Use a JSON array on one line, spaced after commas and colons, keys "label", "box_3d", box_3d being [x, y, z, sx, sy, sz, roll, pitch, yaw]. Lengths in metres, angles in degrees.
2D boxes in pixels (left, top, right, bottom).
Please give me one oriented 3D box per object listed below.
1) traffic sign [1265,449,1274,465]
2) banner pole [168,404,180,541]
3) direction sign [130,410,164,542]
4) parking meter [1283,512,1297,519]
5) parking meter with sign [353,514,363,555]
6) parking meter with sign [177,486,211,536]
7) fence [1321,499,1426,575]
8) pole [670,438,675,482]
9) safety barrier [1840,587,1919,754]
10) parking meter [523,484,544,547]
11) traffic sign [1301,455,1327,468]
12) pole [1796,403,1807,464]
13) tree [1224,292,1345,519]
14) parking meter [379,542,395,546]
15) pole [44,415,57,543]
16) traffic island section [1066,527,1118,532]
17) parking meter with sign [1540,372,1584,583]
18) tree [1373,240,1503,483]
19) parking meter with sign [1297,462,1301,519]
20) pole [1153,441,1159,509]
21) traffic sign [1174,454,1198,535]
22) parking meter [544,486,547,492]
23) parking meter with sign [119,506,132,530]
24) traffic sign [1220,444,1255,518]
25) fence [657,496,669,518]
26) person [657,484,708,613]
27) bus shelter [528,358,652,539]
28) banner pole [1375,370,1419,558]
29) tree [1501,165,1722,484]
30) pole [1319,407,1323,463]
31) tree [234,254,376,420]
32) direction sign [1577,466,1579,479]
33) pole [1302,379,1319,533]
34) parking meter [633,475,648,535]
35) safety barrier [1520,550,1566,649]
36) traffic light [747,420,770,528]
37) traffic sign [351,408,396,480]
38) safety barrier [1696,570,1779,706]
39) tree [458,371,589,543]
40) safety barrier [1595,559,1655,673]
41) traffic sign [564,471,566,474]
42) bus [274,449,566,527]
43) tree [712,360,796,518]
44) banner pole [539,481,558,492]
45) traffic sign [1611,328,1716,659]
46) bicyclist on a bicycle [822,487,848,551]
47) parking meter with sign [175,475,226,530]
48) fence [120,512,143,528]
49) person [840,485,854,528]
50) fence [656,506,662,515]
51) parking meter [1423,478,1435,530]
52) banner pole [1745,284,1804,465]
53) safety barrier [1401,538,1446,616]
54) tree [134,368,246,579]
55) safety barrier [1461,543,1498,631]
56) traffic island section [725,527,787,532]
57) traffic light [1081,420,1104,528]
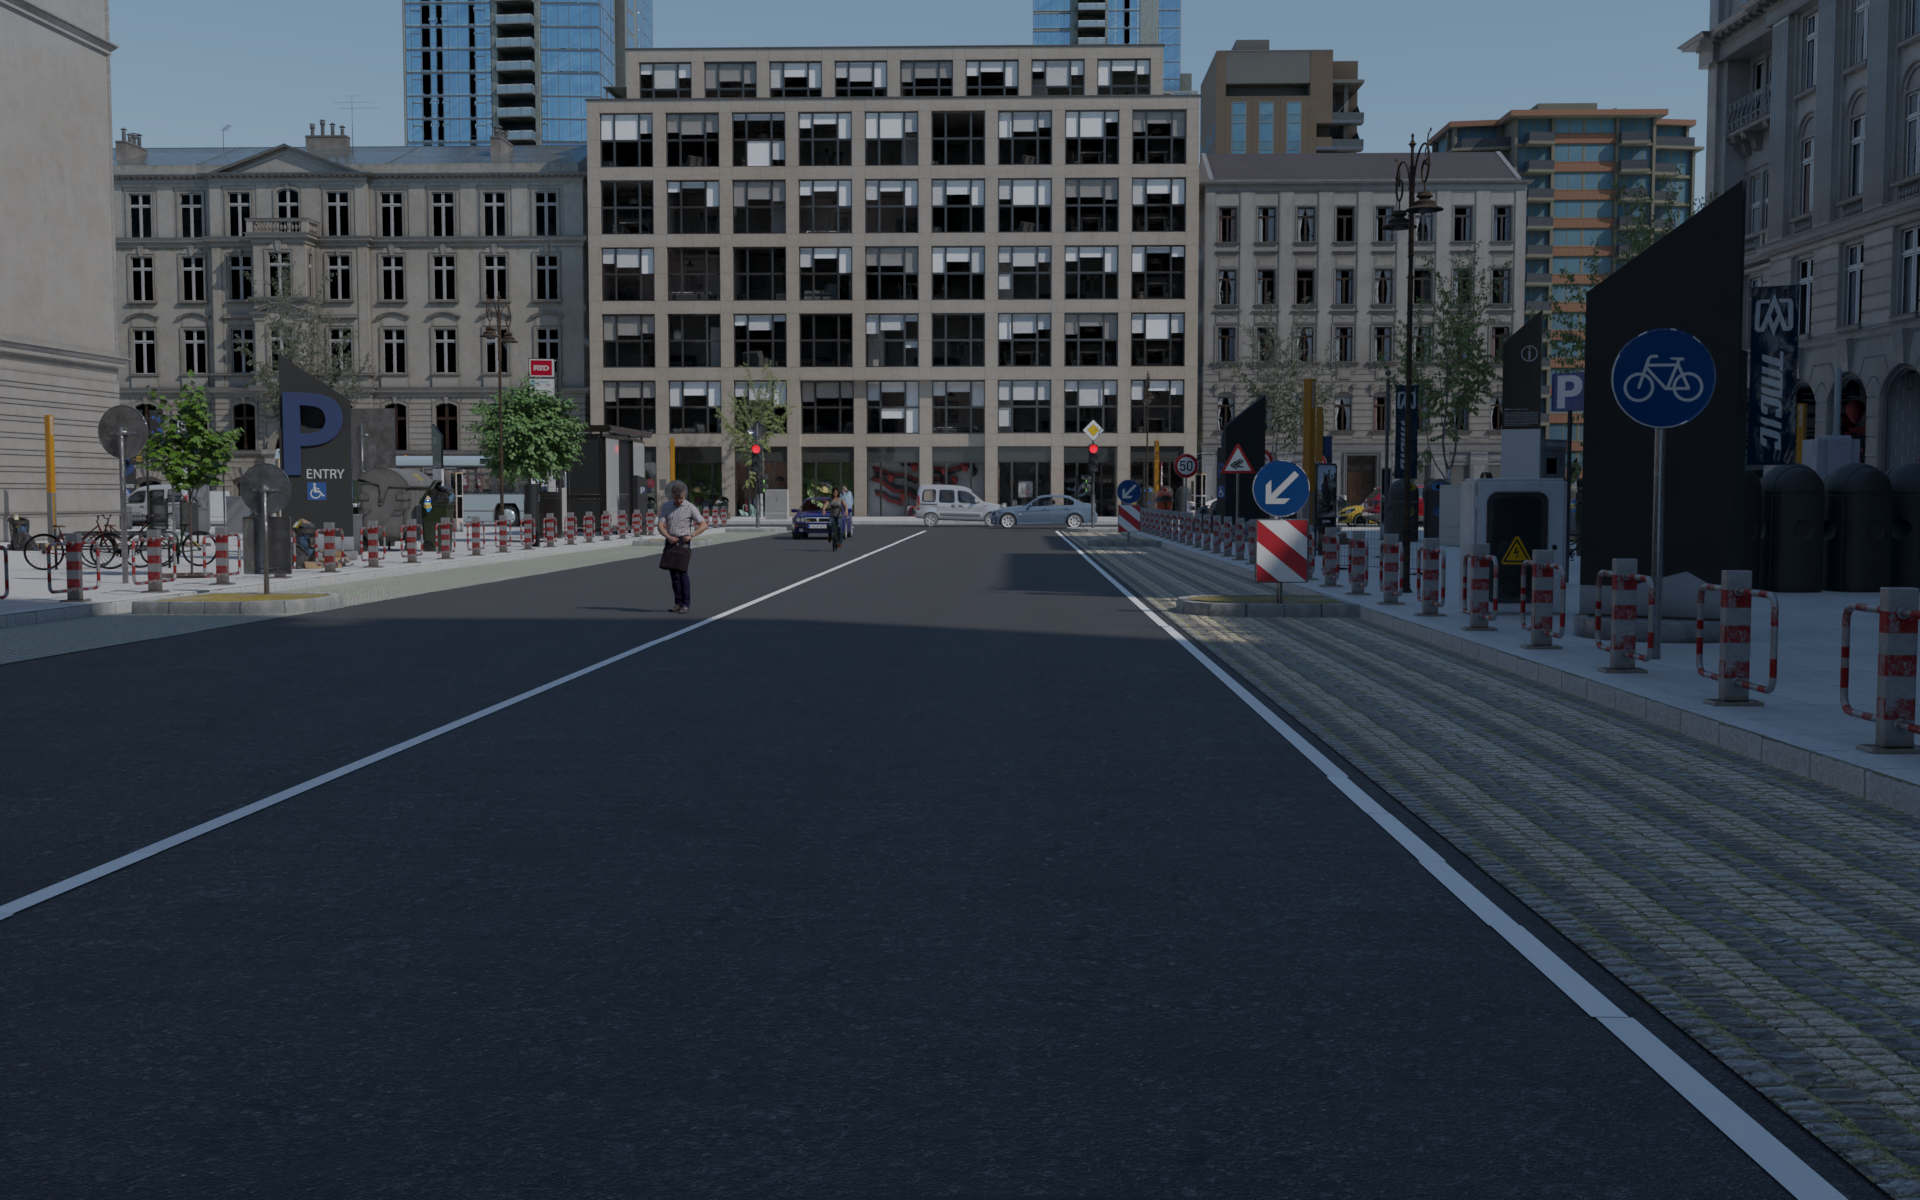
[{"label": "traffic sign", "box_3d": [8.332, -2.943, 48.227, 0.768, 2.556, 0.104, 0, 4, 5]}, {"label": "banner pole", "box_3d": [-21.667, -3.552, 48.086, 0.401, 3.779, 0.863, 2, 4, 27]}, {"label": "direction sign", "box_3d": [-21.923, -3.348, 46.737, 0.876, 3.537, 0.379, -3, 5, -42]}, {"label": "parking meter", "box_3d": [8.063, -2.255, 42.574, 0.399, 1.863, 0.255, -2, 4, -28]}, {"label": "parking meter with sign", "box_3d": [-13.033, -2.403, 35.551, 0.543, 3.016, 1.738, 1, 4, 22]}, {"label": "parking meter with sign", "box_3d": [-23.848, -3.535, 54.061, 0.543, 3.016, 1.738, -3, 4, -37]}, {"label": "fence", "box_3d": [6.856, -1.049, 28.357, 0.480, 1.192, 2.264, -2, 4, -29]}, {"label": "pole", "box_3d": [-10.475, -4.236, 63.104, 0.158, 3.312, 0.155, 0, 3, 0]}, {"label": "safety barrier", "box_3d": [4.652, 0.347, 8.598, 0.300, 0.817, 1.120, 0, 4, 2]}, {"label": "parking meter", "box_3d": [-10.415, -2.062, 42.120, 0.372, 1.533, 0.369, 0, 3, 0]}, {"label": "traffic sign", "box_3d": [10.642, -3.182, 52.134, 0.768, 2.556, 0.104, 1, 4, 10]}, {"label": "pole", "box_3d": [18.960, -2.767, 39.079, 0.158, 3.312, 0.155, 0, 3, 0]}, {"label": "tree", "box_3d": [11.956, -6.940, 63.835, 4.360, 8.622, 3.978, 0, 3, 0]}, {"label": "parking meter", "box_3d": [-14.093, -2.252, 42.526, 0.399, 1.863, 0.255, 3, 5, 41]}, {"label": "pole", "box_3d": [-23.458, -3.110, 44.684, 0.158, 3.312, 0.155, 0, 3, 0]}, {"label": "traffic island section", "box_3d": [5.055, -2.651, 65.620, 2.009, 0.180, 2.903, 0, 4, 2]}, {"label": "parking meter with sign", "box_3d": [8.157, -1.722, 24.409, 1.738, 3.016, 0.543, -3, 5, -42]}, {"label": "tree", "box_3d": [14.340, -6.154, 50.981, 4.737, 8.622, 4.395, 0, 3, 0]}, {"label": "parking meter with sign", "box_3d": [19.579, -6.051, 95.197, 1.738, 3.016, 0.543, 0, 3, 0]}, {"label": "pole", "box_3d": [7.481, -4.413, 65.996, 0.158, 3.312, 0.155, 0, 3, 0]}, {"label": "traffic sign", "box_3d": [7.129, -3.337, 54.659, 0.768, 2.556, 0.104, 0, 4, 4]}, {"label": "parking meter", "box_3d": [-13.240, -2.881, 55.523, 0.372, 1.533, 0.369, 0, 3, 0]}, {"label": "parking meter with sign", "box_3d": [-30.736, -4.074, 62.867, 1.738, 3.016, 0.543, 2, 4, 32]}, {"label": "traffic sign", "box_3d": [7.128, -2.722, 44.502, 0.884, 2.594, 0.081, 0, 4, 3]}, {"label": "fence", "box_3d": [-15.777, -5.046, 93.708, 0.480, 1.192, 2.264, 1, 4, 11]}, {"label": "person", "box_3d": [-3.357, -0.626, 20.944, 0.614, 1.554, 0.590, 1, 4, 10]}, {"label": "bus shelter", "box_3d": [-11.564, -4.664, 53.883, 2.179, 5.291, 8.768, 0, 4, 2]}, {"label": "banner pole", "box_3d": [8.846, -2.750, 34.975, 0.863, 3.779, 0.401, 0, 4, -2]}, {"label": "tree", "box_3d": [15.282, -5.444, 39.377, 4.737, 8.622, 4.395, 0, 3, 0]}, {"label": "pole", "box_3d": [8.374, -2.851, 40.462, 0.158, 3.312, 0.155, 0, 3, 0]}, {"label": "tree", "box_3d": [-20.078, -6.285, 53.120, 4.360, 8.622, 3.978, 0, 3, 0]}, {"label": "direction sign", "box_3d": [45.926, -8.395, 129.256, 0.379, 3.537, 0.876, -1, 4, -14]}, {"label": "pole", "box_3d": [6.182, -2.254, 30.704, 0.158, 3.312, 0.155, 0, 3, 0]}, {"label": "parking meter", "box_3d": [-9.924, -2.941, 53.790, 0.255, 1.863, 0.399, 3, 5, 42]}, {"label": "safety barrier", "box_3d": [4.831, -0.006, 14.369, 0.300, 0.817, 1.120, 0, 4, 2]}, {"label": "traffic light", "box_3d": [-7.691, -4.707, 65.888, 0.839, 4.253, 0.868, 0, 4, 2]}, {"label": "traffic sign", "box_3d": [-14.524, -2.895, 41.213, 2.265, 3.308, 0.079, 0, 4, 5]}, {"label": "safety barrier", "box_3d": [4.710, 0.230, 10.523, 0.300, 0.817, 1.120, 0, 4, 2]}, {"label": "tree", "box_3d": [-11.619, -3.830, 46.327, 4.285, 4.588, 4.351, 0, 3, 0]}, {"label": "safety barrier", "box_3d": [4.771, 0.112, 12.449, 0.300, 0.817, 1.120, 0, 4, 2]}, {"label": "traffic sign", "box_3d": [-13.584, -3.666, 61.130, 0.795, 2.450, 0.064, 1, 4, 10]}, {"label": "bus", "box_3d": [-21.044, -4.658, 71.018, 13.247, 3.499, 2.948, 0, 4, 1]}, {"label": "tree", "box_3d": [-11.078, -8.807, 94.364, 4.737, 8.622, 4.395, 0, 3, 0]}, {"label": "banner pole", "box_3d": [-13.512, -4.070, 56.567, 0.863, 3.779, 0.401, 1, 4, 10]}, {"label": "traffic sign", "box_3d": [5.406, -0.813, 13.393, 0.768, 2.556, 0.104, 1, 4, 8]}, {"label": "bicyclist on a bicycle", "box_3d": [-3.132, -2.049, 43.529, 1.499, 1.676, 1.625, 0, 3, 0]}, {"label": "parking meter with sign", "box_3d": [-27.576, -4.067, 62.762, 1.738, 3.016, 0.543, -1, 4, -21]}, {"label": "fence", "box_3d": [-27.720, -2.516, 56.516, 2.069, 0.683, 0.278, -1, 4, -10]}, {"label": "person", "box_3d": [-4.762, -3.927, 72.970, 0.793, 1.790, 0.793, 2, 4, 26]}, {"label": "fence", "box_3d": [-15.057, -4.487, 88.737, 2.069, 0.683, 0.278, -2, 4, -30]}, {"label": "parking meter", "box_3d": [16.778, -3.445, 62.030, 0.399, 1.863, 0.255, 1, 4, 21]}, {"label": "banner pole", "box_3d": [8.466, -1.739, 18.450, 0.863, 3.779, 0.401, 2, 4, 29]}, {"label": "safety barrier", "box_3d": [4.951, -0.241, 18.218, 0.300, 0.817, 1.120, 0, 4, 2]}, {"label": "tree", "box_3d": [-11.758, -1.960, 26.655, 1.663, 3.219, 1.824, 0, 3, 0]}, {"label": "safety barrier", "box_3d": [4.891, -0.124, 16.296, 0.300, 0.817, 1.120, 0, 4, 2]}, {"label": "traffic island section", "box_3d": [-7.730, -2.675, 66.023, 2.009, 0.180, 2.903, 0, 4, 2]}, {"label": "traffic light", "box_3d": [5.015, -4.684, 65.507, 0.839, 4.253, 0.868, 0, 4, 2]}]
